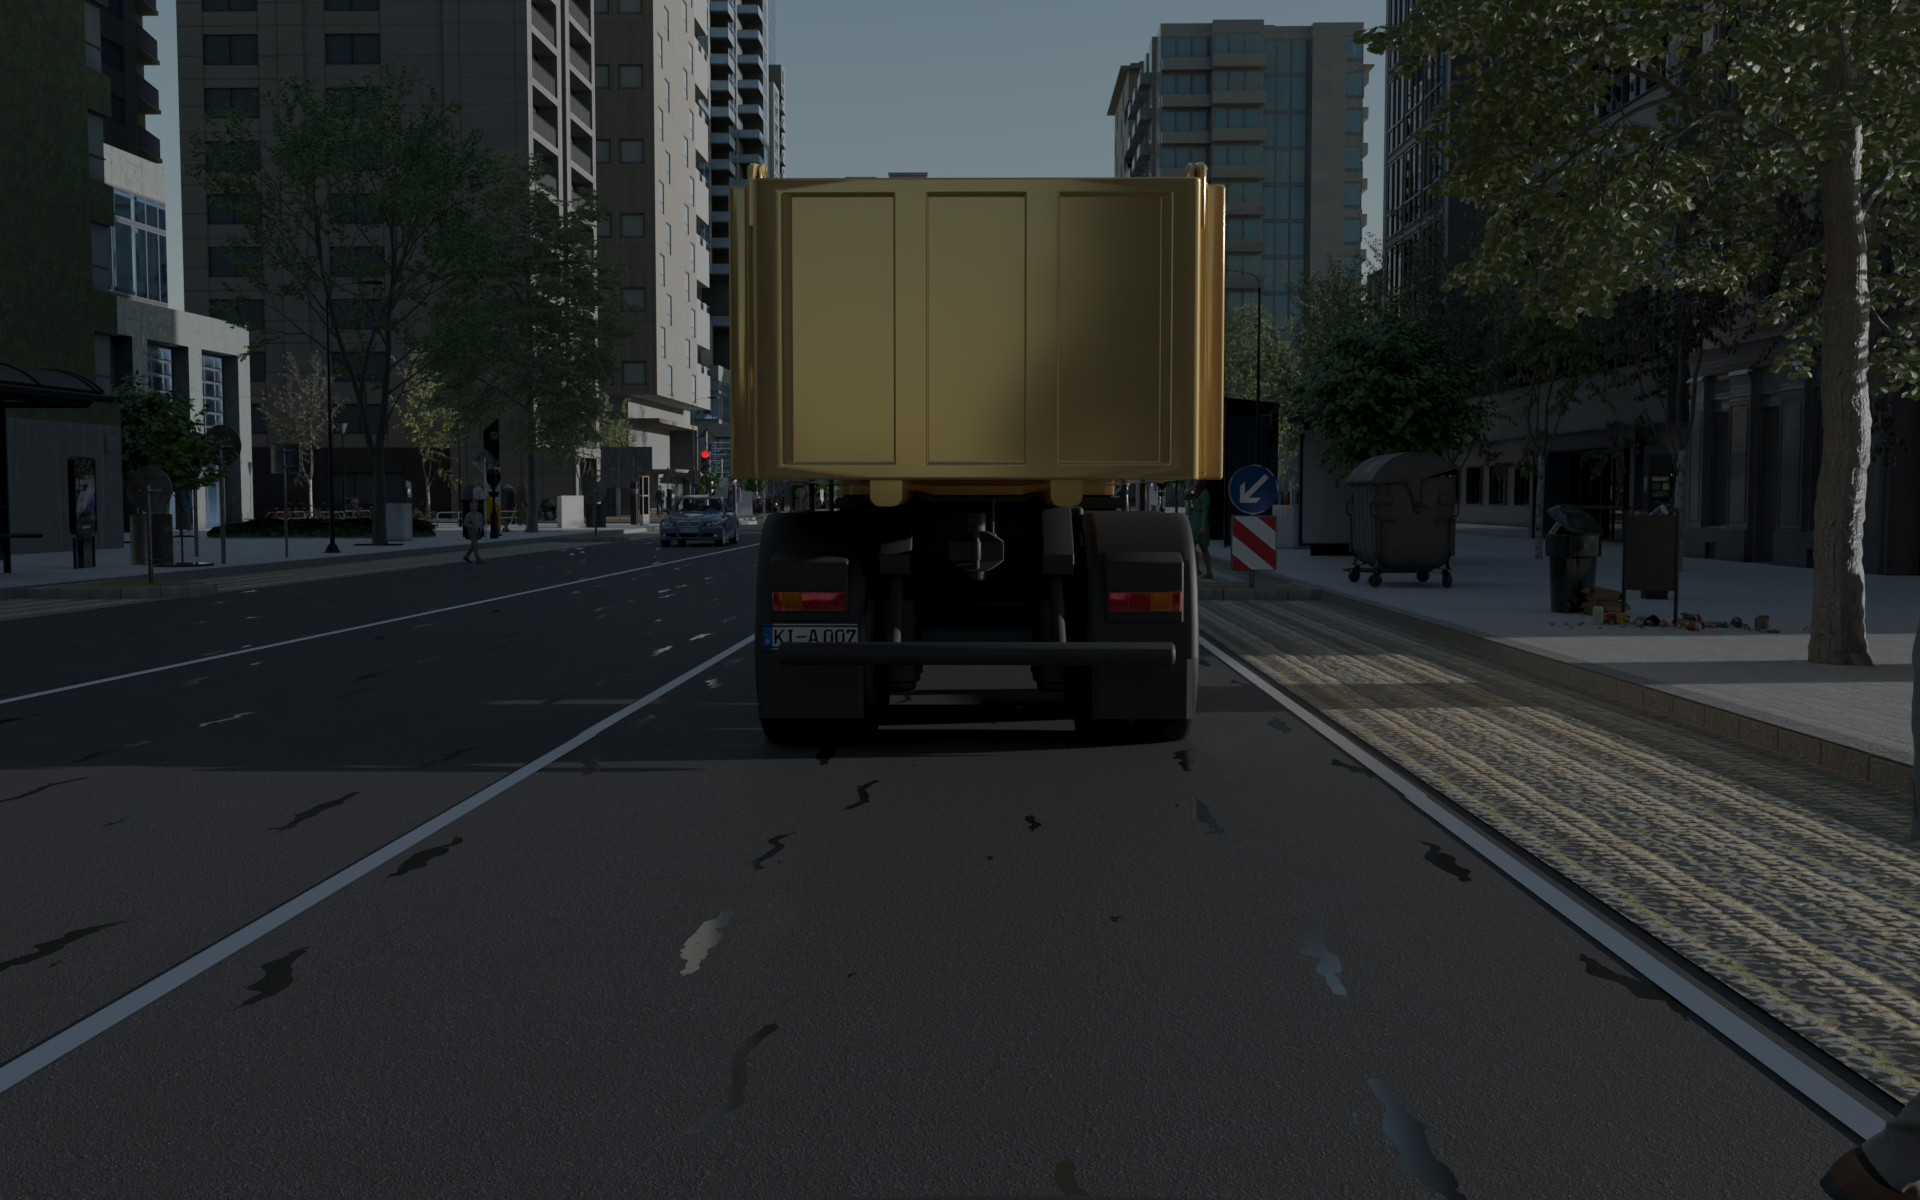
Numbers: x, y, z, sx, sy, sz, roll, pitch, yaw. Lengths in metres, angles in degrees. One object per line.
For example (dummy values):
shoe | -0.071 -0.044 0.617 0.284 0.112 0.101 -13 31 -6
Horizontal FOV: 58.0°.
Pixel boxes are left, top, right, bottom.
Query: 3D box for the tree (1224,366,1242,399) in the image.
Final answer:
tree | 12.545 -7.320 70.048 4.737 8.622 4.395 0 3 0

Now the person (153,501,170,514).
person | -16.835 -1.852 36.565 0.600 1.795 0.529 2 4 25

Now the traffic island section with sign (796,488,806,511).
traffic island section with sign | -9.833 -6.030 107.211 1.989 1.847 2.006 0 4 1

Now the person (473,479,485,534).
person | -15.459 -3.003 55.500 0.624 1.780 0.694 -3 5 -41

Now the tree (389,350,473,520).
tree | -26.234 -8.266 85.506 4.737 8.622 4.395 0 3 0

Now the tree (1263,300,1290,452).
tree | 12.088 -6.260 52.706 4.737 8.622 4.395 0 3 0

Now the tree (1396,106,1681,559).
tree | 11.640 -5.112 33.940 4.737 8.622 4.395 0 3 0

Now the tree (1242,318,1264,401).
tree | 12.046 -6.560 57.626 4.737 8.622 4.395 0 3 0

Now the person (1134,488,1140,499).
person | 15.640 -8.920 152.278 0.661 1.777 0.834 0 4 -2

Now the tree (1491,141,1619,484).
tree | 11.828 -4.791 28.699 4.360 8.622 3.978 0 3 0

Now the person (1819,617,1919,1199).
person | 1.884 0.348 2.927 0.709 1.813 0.853 -3 5 -44

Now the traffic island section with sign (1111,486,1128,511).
traffic island section with sign | 4.457 -2.596 51.080 1.989 1.847 2.006 0 4 1

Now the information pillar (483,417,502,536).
information pillar | -14.279 -3.764 52.904 0.504 3.616 0.183 0 4 -6

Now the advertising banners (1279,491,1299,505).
advertising banners | 16.077 -5.235 81.784 2.074 3.025 0.090 0 4 -7

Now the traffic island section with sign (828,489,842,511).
traffic island section with sign | -9.236 -7.678 134.160 1.989 1.847 2.006 0 4 1

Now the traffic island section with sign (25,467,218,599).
traffic island section with sign | -11.649 -0.963 24.366 1.989 1.847 2.006 0 4 1

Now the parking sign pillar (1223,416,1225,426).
parking sign pillar | 7.441 -3.679 48.625 1.447 3.967 1.447 -2 4 -26

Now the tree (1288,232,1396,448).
tree | 11.832 -5.914 47.048 4.737 8.622 4.395 0 3 0

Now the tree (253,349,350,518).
tree | -32.984 -8.363 87.092 4.360 8.622 3.978 0 3 0

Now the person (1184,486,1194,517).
person | 10.273 -4.209 77.523 0.606 1.804 0.583 -2 4 -29

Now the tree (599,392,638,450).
tree | -24.885 -10.653 124.532 4.737 8.622 4.395 0 3 0

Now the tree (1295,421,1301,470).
tree | 33.045 -14.350 151.623 9.611 12.733 9.660 0 3 0

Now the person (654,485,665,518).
person | -16.116 -5.294 93.015 0.576 1.772 0.534 -2 4 -28

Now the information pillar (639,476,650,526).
information pillar | -12.830 -4.030 70.377 0.304 2.012 0.304 -3 4 -39

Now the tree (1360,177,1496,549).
tree | 11.403 -5.482 39.995 4.360 8.622 3.978 0 3 0

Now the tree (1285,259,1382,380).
tree | 30.880 -17.228 137.574 12.611 20.169 13.585 0 3 0

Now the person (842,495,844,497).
person | -4.005 -3.279 62.286 0.721 1.800 0.419 -2 4 -26

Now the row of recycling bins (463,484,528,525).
row of recycling bins | -19.571 -4.057 73.450 3.534 1.692 1.069 1 4 21

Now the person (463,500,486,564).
person | -10.021 -1.406 35.767 0.640 1.303 0.475 2 4 23

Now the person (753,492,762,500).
person | -18.512 -9.269 157.704 0.853 1.813 0.709 2 4 32

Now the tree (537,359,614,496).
tree | -19.056 -8.335 86.647 4.360 8.622 3.978 0 3 0

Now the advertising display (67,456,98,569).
advertising display | -15.193 -1.516 30.007 0.123 1.923 0.974 0 4 -7

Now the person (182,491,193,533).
person | -25.730 -3.133 57.612 0.444 1.785 0.601 -3 4 -37

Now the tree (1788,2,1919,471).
tree | 11.612 -4.420 22.625 4.360 8.622 3.978 0 3 0

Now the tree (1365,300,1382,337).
tree | 28.736 -12.674 113.870 9.857 13.997 8.962 0 3 0

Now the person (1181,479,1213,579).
person | 4.032 -1.239 28.998 0.529 1.795 0.600 -1 4 -21

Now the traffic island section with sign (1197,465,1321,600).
traffic island section with sign | 3.866 -0.948 24.131 1.989 1.847 2.006 0 4 1

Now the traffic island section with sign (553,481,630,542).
traffic island section with sign | -11.035 -2.662 52.145 1.989 1.847 2.006 0 4 1

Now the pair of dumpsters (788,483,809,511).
pair of dumpsters | -12.053 -7.831 130.527 1.574 2.255 4.437 0 4 1

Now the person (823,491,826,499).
person | -13.276 -9.924 169.125 0.721 1.723 1.217 -1 4 -9
